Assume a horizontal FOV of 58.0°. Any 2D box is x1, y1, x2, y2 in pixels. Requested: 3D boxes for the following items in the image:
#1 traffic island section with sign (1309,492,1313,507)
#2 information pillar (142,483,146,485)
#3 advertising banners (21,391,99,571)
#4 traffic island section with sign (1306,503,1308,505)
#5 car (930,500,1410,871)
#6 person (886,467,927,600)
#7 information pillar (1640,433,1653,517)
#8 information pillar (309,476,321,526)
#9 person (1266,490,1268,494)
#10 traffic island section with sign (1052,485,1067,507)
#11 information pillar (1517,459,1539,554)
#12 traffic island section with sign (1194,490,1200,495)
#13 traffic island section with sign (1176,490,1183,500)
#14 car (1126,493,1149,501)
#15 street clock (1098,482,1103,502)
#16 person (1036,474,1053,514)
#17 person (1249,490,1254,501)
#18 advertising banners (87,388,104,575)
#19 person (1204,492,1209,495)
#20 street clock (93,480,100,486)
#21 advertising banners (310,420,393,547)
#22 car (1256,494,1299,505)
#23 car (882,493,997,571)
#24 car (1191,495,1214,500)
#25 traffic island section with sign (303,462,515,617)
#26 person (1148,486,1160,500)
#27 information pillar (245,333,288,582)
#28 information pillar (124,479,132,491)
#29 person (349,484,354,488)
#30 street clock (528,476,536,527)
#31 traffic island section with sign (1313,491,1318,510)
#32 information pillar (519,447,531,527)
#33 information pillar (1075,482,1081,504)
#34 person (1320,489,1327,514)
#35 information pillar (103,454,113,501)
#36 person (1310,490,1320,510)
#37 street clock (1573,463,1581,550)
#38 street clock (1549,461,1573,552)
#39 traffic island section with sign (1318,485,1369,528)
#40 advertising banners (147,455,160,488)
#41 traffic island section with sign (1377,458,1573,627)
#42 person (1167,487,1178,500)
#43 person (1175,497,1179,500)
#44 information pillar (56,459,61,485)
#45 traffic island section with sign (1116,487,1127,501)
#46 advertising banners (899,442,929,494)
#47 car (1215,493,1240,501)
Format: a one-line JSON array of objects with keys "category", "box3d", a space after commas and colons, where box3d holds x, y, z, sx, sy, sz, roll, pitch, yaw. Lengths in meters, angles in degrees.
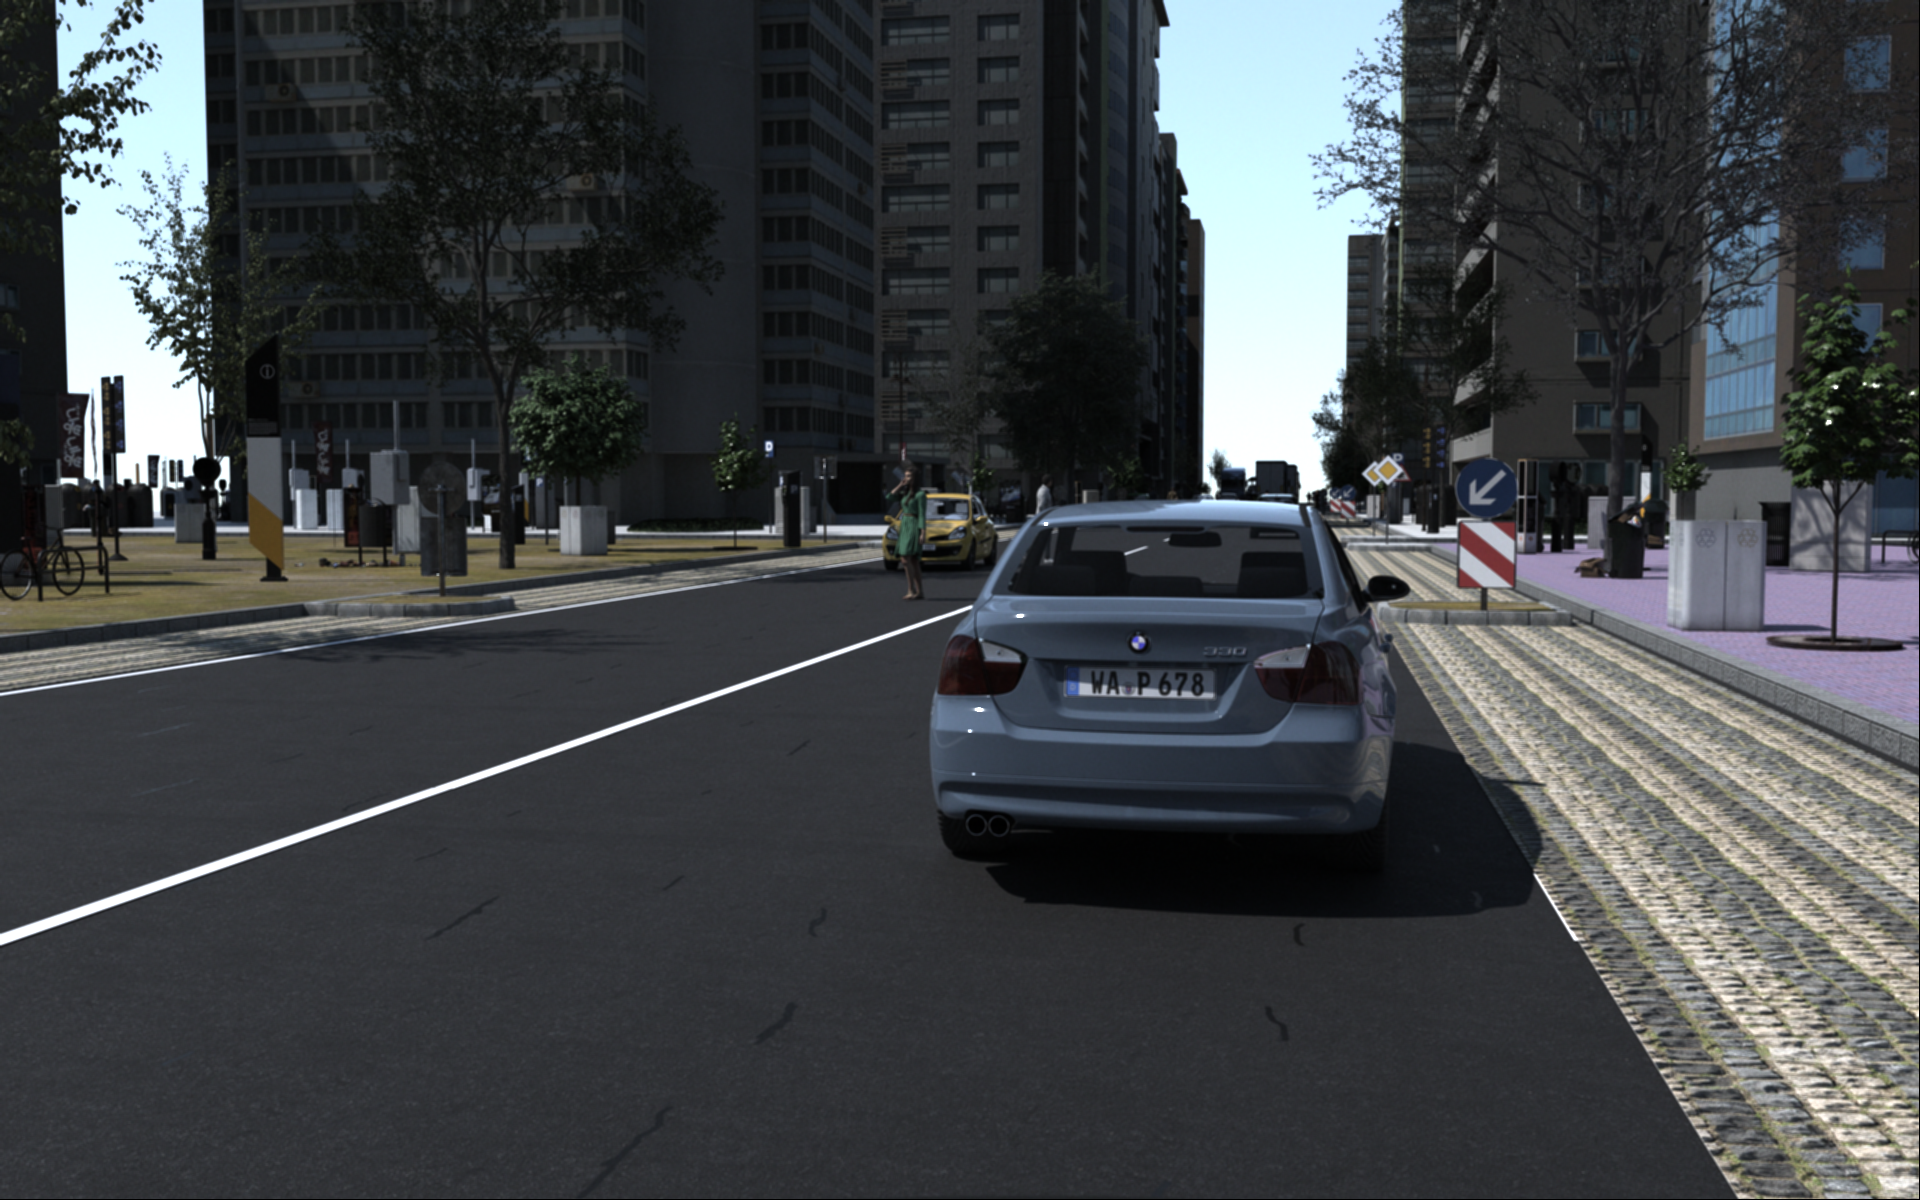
[{"category": "traffic island section with sign", "box3d": [31.352, -8.636, 149.820, 1.989, 1.847, 2.006, 1, 4, 11]}, {"category": "information pillar", "box3d": [-54.869, -6.845, 116.399, 0.304, 2.012, 0.304, -2, 4, -28]}, {"category": "advertising banners", "box3d": [-15.867, -2.035, 29.453, 2.074, 3.025, 0.090, -3, 5, -41]}, {"category": "traffic island section with sign", "box3d": [36.649, -10.286, 176.810, 1.989, 1.847, 2.006, 1, 4, 11]}, {"category": "car", "box3d": [1.061, 0.244, 8.010, 2.014, 1.417, 4.499, 1, 4, 12]}, {"category": "person", "box3d": [-0.632, -0.896, 23.395, 0.600, 1.795, 0.529, 3, 5, 39]}, {"category": "information pillar", "box3d": [26.256, -4.582, 66.271, 0.183, 3.616, 0.504, -1, 4, -22]}, {"category": "information pillar", "box3d": [-25.961, -3.989, 69.716, 0.304, 2.012, 0.304, 1, 4, 12]}, {"category": "person", "box3d": [23.592, -7.558, 132.788, 1.217, 1.736, 0.721, 3, 5, 44]}, {"category": "traffic island section with sign", "box3d": [4.412, -4.158, 76.610, 1.989, 1.847, 2.006, 1, 4, 11]}, {"category": "information pillar", "box3d": [12.093, -1.983, 36.908, 0.304, 2.012, 0.304, -1, 4, -15]}, {"category": "traffic island section with sign", "box3d": [24.571, -10.432, 179.185, 1.989, 1.847, 2.006, 1, 4, 11]}, {"category": "traffic island section with sign", "box3d": [19.284, -8.786, 152.281, 1.989, 1.847, 2.006, 1, 4, 11]}, {"category": "car", "box3d": [11.367, -6.249, 110.968, 1.959, 1.807, 4.718, 1, 4, 11]}, {"category": "street clock", "box3d": [8.644, -6.240, 106.595, 0.358, 2.002, 0.471, 1, 4, 22]}, {"category": "person", "box3d": [1.671, -1.696, 36.068, 0.795, 1.843, 0.661, 0, 4, 3]}, {"category": "person", "box3d": [26.030, -8.954, 154.902, 0.705, 1.822, 1.348, 1, 4, 21]}, {"category": "advertising banners", "box3d": [-14.007, -1.952, 28.099, 0.090, 3.025, 2.074, -2, 4, -28]}, {"category": "person", "box3d": [28.583, -11.711, 200.782, 0.742, 1.727, 0.445, 2, 4, 27]}, {"category": "street clock", "box3d": [-47.058, -5.487, 94.280, 0.358, 2.002, 0.471, -2, 4, -28]}, {"category": "advertising banners", "box3d": [-14.644, -2.795, 41.880, 2.074, 3.025, 0.090, -3, 5, -41]}, {"category": "car", "box3d": [10.424, -2.882, 56.914, 2.009, 1.686, 4.222, 1, 4, 11]}, {"category": "car", "box3d": [-0.361, -1.438, 33.733, 2.015, 1.641, 3.980, 1, 4, 10]}, {"category": "car", "box3d": [16.280, -6.356, 116.285, 2.083, 1.381, 4.827, 1, 4, 11]}, {"category": "traffic island section with sign", "box3d": [-6.528, -0.754, 20.961, 1.989, 1.847, 2.006, 1, 4, 11]}, {"category": "person", "box3d": [9.656, -4.832, 87.493, 0.794, 1.824, 0.713, -2, 4, -27]}, {"category": "information pillar", "box3d": [-10.169, -2.080, 25.359, 0.504, 3.616, 0.183, 0, 4, -1]}, {"category": "information pillar", "box3d": [-40.007, -4.822, 83.324, 0.304, 2.012, 0.304, -1, 4, -10]}, {"category": "person", "box3d": [-18.470, -2.689, 53.130, 0.598, 1.740, 0.731, 0, 4, -3]}, {"category": "street clock", "box3d": [-16.821, -3.893, 68.227, 0.471, 2.002, 0.358, -2, 4, -28]}, {"category": "traffic island section with sign", "box3d": [21.730, -5.638, 100.816, 1.989, 1.847, 2.006, 1, 4, 11]}, {"category": "information pillar", "box3d": [-16.824, -4.617, 66.835, 0.183, 3.616, 0.504, 1, 4, 20]}, {"category": "information pillar", "box3d": [6.999, -5.999, 102.579, 0.304, 2.012, 0.304, -1, 4, -15]}, {"category": "person", "box3d": [26.095, -7.070, 124.289, 0.583, 1.804, 0.606, 1, 4, 19]}, {"category": "information pillar", "box3d": [-37.505, -5.194, 76.273, 0.183, 3.616, 0.504, 1, 4, 15]}, {"category": "person", "box3d": [26.443, -7.311, 128.554, 1.217, 1.766, 0.721, -2, 4, -30]}, {"category": "street clock", "box3d": [14.020, -2.158, 39.854, 0.471, 2.002, 0.358, -2, 4, -24]}, {"category": "street clock", "box3d": [13.174, -2.057, 38.196, 0.358, 2.002, 0.471, 3, 5, 43]}, {"category": "traffic island section with sign", "box3d": [16.528, -4.021, 74.366, 1.989, 1.847, 2.006, 1, 4, 11]}, {"category": "advertising banners", "box3d": [-36.491, -4.924, 76.698, 2.074, 3.025, 0.090, -3, 4, -38]}, {"category": "traffic island section with sign", "box3d": [5.796, -0.678, 19.709, 1.989, 1.847, 2.006, 1, 4, 11]}, {"category": "person", "box3d": [12.491, -5.679, 101.268, 0.656, 1.842, 0.836, -1, 4, -22]}, {"category": "person", "box3d": [8.347, -3.298, 66.695, 0.640, 1.303, 0.475, 3, 5, 44]}, {"category": "information pillar", "box3d": [-51.123, -6.534, 98.184, 0.183, 3.616, 0.504, -1, 4, -8]}, {"category": "traffic island section with sign", "box3d": [9.685, -5.801, 103.473, 1.989, 1.847, 2.006, 1, 4, 11]}, {"category": "advertising banners", "box3d": [-1.542, -3.747, 57.453, 0.090, 3.025, 2.074, -2, 4, -29]}, {"category": "car", "box3d": [23.002, -8.537, 148.619, 2.155, 1.783, 4.494, 1, 4, 12]}]
